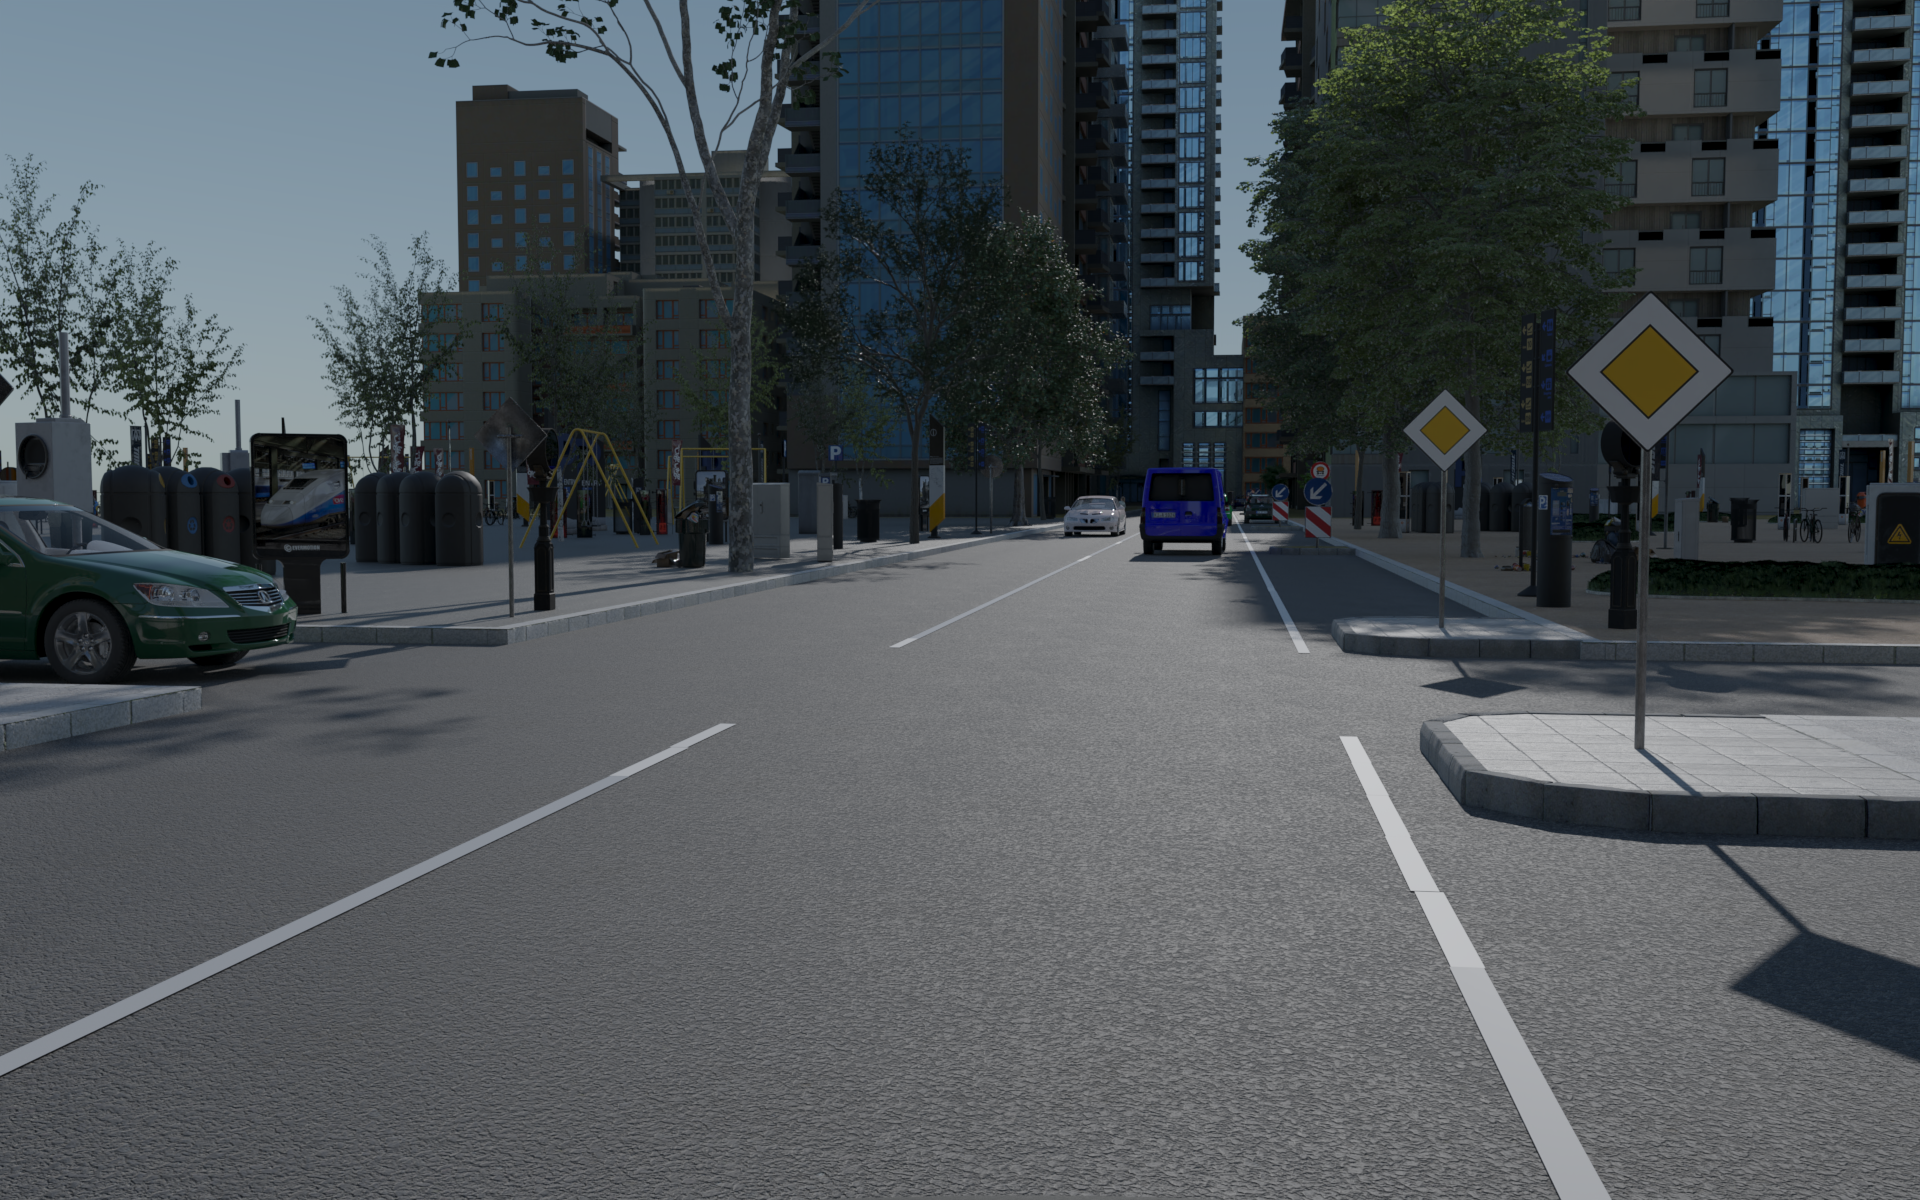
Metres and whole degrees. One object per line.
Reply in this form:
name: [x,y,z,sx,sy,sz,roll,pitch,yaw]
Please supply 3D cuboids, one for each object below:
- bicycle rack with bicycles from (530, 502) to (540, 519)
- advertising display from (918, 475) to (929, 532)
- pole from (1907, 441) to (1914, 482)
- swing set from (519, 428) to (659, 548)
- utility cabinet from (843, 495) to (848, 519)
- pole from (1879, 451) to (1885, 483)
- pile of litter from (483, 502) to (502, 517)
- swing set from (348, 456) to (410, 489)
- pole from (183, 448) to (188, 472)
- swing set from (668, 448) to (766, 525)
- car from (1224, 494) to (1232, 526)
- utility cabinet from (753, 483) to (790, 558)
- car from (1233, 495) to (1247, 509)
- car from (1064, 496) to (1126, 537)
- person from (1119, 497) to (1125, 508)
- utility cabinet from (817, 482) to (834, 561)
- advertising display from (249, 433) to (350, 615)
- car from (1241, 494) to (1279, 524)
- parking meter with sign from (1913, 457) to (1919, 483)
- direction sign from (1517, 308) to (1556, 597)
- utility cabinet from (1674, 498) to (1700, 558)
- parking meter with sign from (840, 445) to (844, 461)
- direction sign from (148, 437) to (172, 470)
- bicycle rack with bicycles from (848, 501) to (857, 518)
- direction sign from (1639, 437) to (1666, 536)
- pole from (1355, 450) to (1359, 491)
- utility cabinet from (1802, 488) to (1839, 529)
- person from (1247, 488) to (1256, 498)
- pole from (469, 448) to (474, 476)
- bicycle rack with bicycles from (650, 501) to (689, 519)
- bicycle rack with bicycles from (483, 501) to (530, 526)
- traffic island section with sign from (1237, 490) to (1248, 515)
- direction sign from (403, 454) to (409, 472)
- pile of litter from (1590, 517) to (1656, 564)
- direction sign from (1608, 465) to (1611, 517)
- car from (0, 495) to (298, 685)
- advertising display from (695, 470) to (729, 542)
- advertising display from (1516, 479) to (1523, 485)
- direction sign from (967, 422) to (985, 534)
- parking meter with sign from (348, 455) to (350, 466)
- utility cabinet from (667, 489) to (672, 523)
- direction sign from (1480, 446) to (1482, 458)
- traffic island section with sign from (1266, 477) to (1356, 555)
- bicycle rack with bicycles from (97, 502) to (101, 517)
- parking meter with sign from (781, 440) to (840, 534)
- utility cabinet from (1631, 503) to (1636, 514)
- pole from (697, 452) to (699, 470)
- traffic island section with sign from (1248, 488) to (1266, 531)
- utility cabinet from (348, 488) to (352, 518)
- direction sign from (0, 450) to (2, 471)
bicycle rack with bicycles: [-22.304,-4.597,88.535,2.852,0.926,2.925,0,4,5]
advertising display: [-1.261,-3.323,59.543,0.123,1.923,0.974,1,4,19]
pole: [36.694,-4.469,66.904,0.158,3.312,0.155,0,3,0]
swing set: [-9.093,-2.746,42.512,2.862,2.851,3.119,0,4,0]
utility cabinet: [-6.172,-4.836,90.228,0.306,1.237,1.020,-2,4,-26]
pole: [43.294,-5.351,81.340,0.158,3.312,0.155,0,3,0]
pile of litter: [-26.004,-5.048,96.500,1.719,0.858,1.176,2,4,26]
swing set: [-24.220,-4.564,72.237,3.119,2.851,2.862,0,4,0]
pole: [-33.907,-5.018,75.893,0.158,3.312,0.155,0,3,0]
swing set: [-8.181,-3.758,59.070,3.119,2.851,2.862,0,4,-6]
car: [11.526,-4.311,79.276,1.959,1.807,4.718,0,4,7]
utility cabinet: [-3.921,-1.570,34.346,1.173,1.500,0.318,3,4,36]
car: [26.854,-9.306,164.733,1.945,1.354,3.894,1,4,8]
car: [4.715,-2.918,60.064,2.083,1.381,4.827,1,4,10]
person: [7.901,-4.425,85.135,0.425,1.301,0.394,-3,4,-36]
utility cabinet: [-2.577,-1.503,33.246,0.318,1.500,1.173,0,4,-4]
advertising display: [-7.015,-0.808,18.427,0.974,1.923,0.123,-2,4,-28]
car: [14.805,-4.595,84.906,2.009,1.686,4.222,1,4,10]
parking meter with sign: [44.563,-5.166,80.726,1.738,3.016,0.543,-3,4,-37]
direction sign: [7.193,-1.813,21.637,0.379,3.537,0.876,0,4,-7]
utility cabinet: [12.572,-1.152,29.996,0.306,1.237,1.020,1,4,16]
parking meter with sign: [-4.662,-3.969,61.162,0.543,3.016,1.738,1,4,16]
direction sign: [-31.597,-4.683,68.565,0.876,3.537,0.379,1,4,11]
bicycle rack with bicycles: [-6.234,-4.844,92.583,2.925,0.926,2.852,1,4,12]
direction sign: [21.271,-3.748,53.279,0.876,3.537,0.379,1,4,11]
pole: [18.453,-5.296,80.431,0.158,3.312,0.155,0,3,0]
utility cabinet: [31.400,-3.337,63.234,1.173,1.500,0.318,0,4,4]
person: [16.137,-5.322,96.049,0.750,1.759,0.617,2,4,30]
pole: [-21.537,-5.054,76.471,0.158,3.312,0.155,0,3,0]
bicycle rack with bicycles: [-15.216,-4.617,88.871,2.852,0.926,2.925,-1,4,-21]
bicycle rack with bicycles: [-19.864,-3.534,71.167,2.852,0.926,2.925,2,4,32]
traffic island section with sign: [19.989,-6.668,117.650,1.989,1.847,2.006,1,4,9]
direction sign: [-31.231,-6.446,97.387,0.876,3.537,0.379,3,4,37]
pile of litter: [12.456,-1.117,32.224,1.719,0.858,1.176,-2,4,-25]
direction sign: [25.783,-4.693,68.731,0.379,3.537,0.876,1,4,16]
car: [-7.834,-0.138,14.047,4.920,1.459,2.131,1,4,10]
advertising display: [-6.645,-2.521,46.426,0.974,1.923,0.123,2,4,23]
advertising display: [24.590,-4.355,76.426,0.123,1.923,0.974,3,4,36]
direction sign: [0.520,-3.863,55.160,0.379,3.537,0.876,-3,4,-38]
parking meter with sign: [-27.388,-4.900,76.368,0.543,3.016,1.738,0,4,-4]
utility cabinet: [-12.706,-4.025,74.491,0.318,1.500,1.173,0,4,7]
direction sign: [24.250,-5.497,81.877,0.379,3.537,0.876,-3,4,-38]
traffic island section with sign: [8.461,-2.020,41.661,1.989,1.847,2.006,1,4,9]
bicycle rack with bicycles: [-46.988,-4.913,93.711,2.852,0.926,2.925,-3,5,-41]
parking meter with sign: [-4.848,-3.644,55.835,1.738,3.016,0.543,0,4,1]
utility cabinet: [33.884,-4.754,86.398,0.318,1.500,1.173,0,4,-4]
pole: [-12.674,-5.533,84.309,0.158,3.312,0.155,0,3,0]
traffic island section with sign: [12.500,-3.650,68.312,1.989,1.847,2.006,1,4,9]
utility cabinet: [-23.732,-3.688,68.976,1.173,1.500,0.318,-2,4,-28]
direction sign: [-49.947,-5.960,89.445,0.876,3.537,0.379,-1,4,-20]
